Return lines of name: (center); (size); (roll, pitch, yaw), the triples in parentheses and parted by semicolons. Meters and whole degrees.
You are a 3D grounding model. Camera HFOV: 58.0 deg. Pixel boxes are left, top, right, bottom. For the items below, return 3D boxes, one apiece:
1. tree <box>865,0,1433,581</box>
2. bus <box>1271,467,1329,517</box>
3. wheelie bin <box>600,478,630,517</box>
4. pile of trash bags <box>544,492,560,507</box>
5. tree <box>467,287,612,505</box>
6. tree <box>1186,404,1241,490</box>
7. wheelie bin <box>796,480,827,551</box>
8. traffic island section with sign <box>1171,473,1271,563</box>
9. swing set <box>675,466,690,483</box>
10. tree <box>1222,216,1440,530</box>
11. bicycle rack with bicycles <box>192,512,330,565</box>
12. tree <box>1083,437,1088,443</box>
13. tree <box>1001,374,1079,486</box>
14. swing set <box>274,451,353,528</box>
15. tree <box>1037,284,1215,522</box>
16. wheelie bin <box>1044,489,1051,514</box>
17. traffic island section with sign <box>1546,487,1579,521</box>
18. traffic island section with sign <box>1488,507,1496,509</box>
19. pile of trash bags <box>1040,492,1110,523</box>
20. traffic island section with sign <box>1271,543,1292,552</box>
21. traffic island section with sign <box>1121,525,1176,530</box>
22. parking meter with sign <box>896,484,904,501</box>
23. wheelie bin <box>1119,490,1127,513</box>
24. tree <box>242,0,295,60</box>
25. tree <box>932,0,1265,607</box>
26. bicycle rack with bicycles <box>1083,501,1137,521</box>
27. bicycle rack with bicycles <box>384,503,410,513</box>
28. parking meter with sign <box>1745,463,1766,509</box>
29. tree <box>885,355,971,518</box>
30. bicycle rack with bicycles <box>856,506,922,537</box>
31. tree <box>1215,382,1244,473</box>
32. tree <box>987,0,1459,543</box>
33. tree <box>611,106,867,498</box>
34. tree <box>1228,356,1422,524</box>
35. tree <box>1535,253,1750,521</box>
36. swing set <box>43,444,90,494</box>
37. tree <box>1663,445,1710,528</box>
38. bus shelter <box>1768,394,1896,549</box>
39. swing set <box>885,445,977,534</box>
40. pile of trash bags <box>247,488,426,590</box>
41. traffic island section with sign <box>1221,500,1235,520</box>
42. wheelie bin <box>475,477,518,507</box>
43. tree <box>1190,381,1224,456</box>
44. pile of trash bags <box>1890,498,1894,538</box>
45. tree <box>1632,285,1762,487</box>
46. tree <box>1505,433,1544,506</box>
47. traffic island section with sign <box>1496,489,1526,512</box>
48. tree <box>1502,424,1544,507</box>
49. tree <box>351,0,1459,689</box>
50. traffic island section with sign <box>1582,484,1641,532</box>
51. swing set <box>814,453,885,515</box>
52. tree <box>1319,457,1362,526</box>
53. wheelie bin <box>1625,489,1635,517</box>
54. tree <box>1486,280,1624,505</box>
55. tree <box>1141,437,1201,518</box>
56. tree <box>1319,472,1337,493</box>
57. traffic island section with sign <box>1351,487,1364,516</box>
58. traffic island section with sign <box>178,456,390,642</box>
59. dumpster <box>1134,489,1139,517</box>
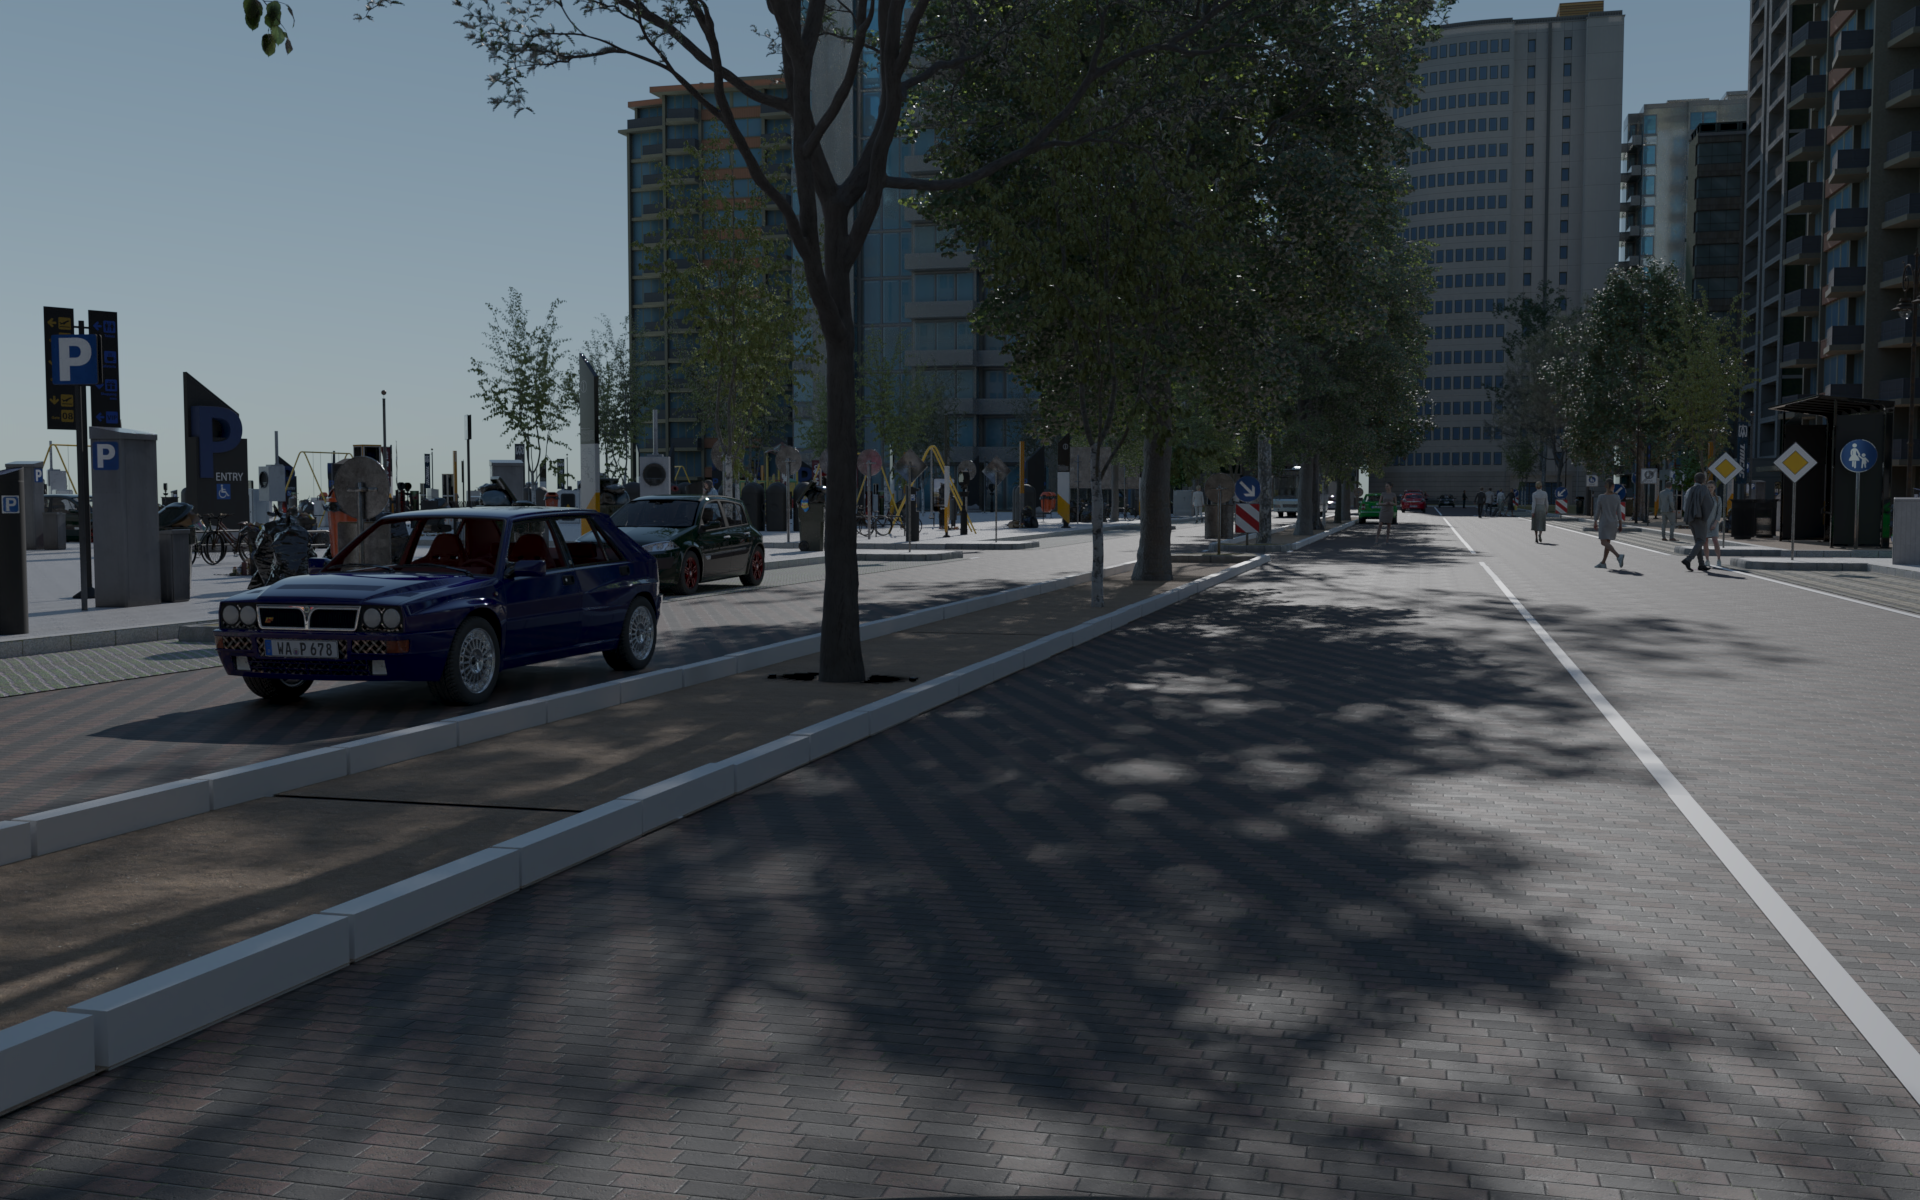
tree: (3.214, -7.297, 28.412); (9.857, 13.997, 8.962); (0, 3, 0)
bus: (22.037, -7.146, 111.697); (2.948, 3.499, 13.247); (1, 4, 16)
wheelie bin: (-6.924, -1.604, 34.129); (0.693, 1.594, 0.980); (2, 4, 33)
pile of trash bags: (-18.512, -4.538, 83.949); (3.447, 1.369, 1.912); (2, 4, 27)
tree: (-15.132, -6.771, 61.075); (4.737, 8.622, 4.395); (0, 3, 0)
tree: (16.772, -10.089, 115.320); (4.360, 8.622, 3.978); (0, 3, 0)
wheelie bin: (-3.292, -1.903, 39.017); (0.693, 1.594, 0.980); (0, 4, 5)
traffic island section with sign: (5.418, -1.747, 36.694); (2.006, 1.907, 1.989); (1, 4, 15)
swing set: (-16.276, -6.101, 97.365); (2.862, 2.851, 3.119); (-3, 4, -39)
tree: (14.184, -9.149, 69.050); (9.611, 12.733, 9.660); (0, 3, 0)
bicycle rack with bicycles: (-12.999, -1.110, 31.536); (2.852, 0.926, 2.925); (2, 4, 24)
tree: (6.871, -10.037, 114.462); (4.360, 8.622, 3.978); (0, 3, 0)
tree: (4.309, -9.434, 104.609); (4.360, 8.622, 3.978); (0, 3, 0)
swing set: (-23.564, -4.075, 64.250); (2.862, 2.851, 3.119); (1, 4, 15)
tree: (7.212, -9.934, 80.544); (7.486, 12.596, 7.792); (0, 3, 0)
wheelie bin: (5.506, -6.323, 111.282); (0.980, 1.594, 0.693); (1, 4, 20)
traffic island section with sign: (31.922, -5.126, 92.439); (1.989, 1.847, 2.006); (1, 4, 15)
traffic island section with sign: (51.546, -9.610, 165.755); (1.989, 1.847, 2.006); (1, 4, 15)
pile of trash bags: (5.089, -4.234, 78.973); (3.447, 1.369, 1.912); (3, 4, 37)
traffic island section with sign: (7.342, -2.184, 43.847); (2.006, 1.907, 1.989); (1, 4, 15)
traffic island section with sign: (7.629, -3.729, 69.593); (1.989, 1.847, 2.006); (1, 4, 15)
parking meter with sign: (-4.078, -7.846, 124.547); (1.738, 3.016, 0.543); (-3, 5, -43)
wheelie bin: (11.110, -6.828, 119.543); (0.693, 1.594, 0.980); (1, 4, 17)
tree: (-2.965, -3.170, 4.648); (4.360, 8.622, 3.978); (0, 3, 0)
tree: (1.711, -4.190, 21.334); (4.737, 8.622, 4.395); (0, 3, 0)
bicycle rack with bicycles: (6.636, -4.255, 82.950); (2.925, 0.926, 2.852); (3, 5, 44)
bicycle rack with bicycles: (-30.821, -4.841, 92.530); (2.925, 0.926, 2.852); (-1, 4, -21)
parking meter with sign: (44.477, -6.129, 96.473); (1.738, 3.016, 0.543); (-1, 4, -15)
tree: (-1.265, -8.598, 90.934); (4.360, 8.622, 3.978); (0, 3, 0)
bicycle rack with bicycles: (-2.958, -2.413, 52.832); (2.925, 0.926, 2.852); (2, 4, 28)
tree: (14.212, -11.396, 104.454); (7.486, 12.596, 7.792); (0, 3, 0)
tree: (7.502, -11.645, 48.735); (12.611, 20.169, 13.585); (0, 3, 0)
tree: (-4.337, -5.117, 34.024); (4.737, 8.622, 4.395); (0, 3, 0)
tree: (18.425, -9.507, 83.656); (9.928, 11.665, 9.643); (0, 3, 0)
tree: (32.622, -10.146, 82.890); (9.611, 12.733, 9.660); (0, 3, 0)
swing set: (-27.851, -3.536, 55.434); (2.862, 2.851, 3.119); (1, 4, 13)
tree: (28.204, -4.405, 66.629); (1.663, 3.219, 1.824); (0, 3, 0)
bus shelter: (21.860, -3.204, 43.676); (1.731, 3.624, 6.357); (1, 4, 15)
swing set: (-0.935, -3.626, 56.900); (2.862, 2.851, 3.119); (0, 4, -2)
pile of trash bags: (-8.110, -0.774, 22.415); (1.912, 1.369, 3.447); (-2, 4, -27)
traffic island section with sign: (14.800, -5.368, 96.397); (1.989, 1.847, 2.006); (1, 4, 15)
wheelie bin: (-8.421, -1.445, 31.527); (0.693, 1.594, 0.980); (-2, 4, -30)
tree: (20.061, -12.282, 126.572); (9.928, 11.665, 9.643); (0, 3, 0)
pile of trash bags: (26.774, -2.570, 51.769); (3.447, 1.369, 1.912); (3, 4, 38)
tree: (25.800, -6.715, 60.160); (4.737, 8.622, 4.395); (0, 3, 0)
tree: (58.872, -14.077, 180.527); (4.360, 8.622, 3.978); (0, 3, 0)
traffic island section with sign: (44.569, -8.018, 139.715); (1.989, 1.847, 2.006); (1, 4, 15)
tree: (56.231, -13.610, 172.879); (4.737, 8.622, 4.395); (0, 3, 0)
tree: (-0.911, -6.107, 12.676); (12.009, 13.543, 11.850); (0, 3, 0)
traffic island section with sign: (24.889, -3.519, 66.171); (1.989, 1.847, 2.006); (1, 4, 15)
swing set: (-4.042, -4.143, 65.357); (2.862, 2.851, 3.119); (3, 4, 38)
tree: (16.193, -7.575, 76.665); (4.737, 8.622, 4.395); (0, 3, 0)
wheelie bin: (37.992, -5.554, 98.718); (0.980, 1.594, 0.693); (1, 4, 13)
tree: (51.882, -18.041, 150.866); (12.611, 20.169, 13.585); (0, 3, 0)
tree: (11.309, -6.712, 93.449); (4.285, 4.588, 4.351); (0, 3, 0)
tree: (22.230, -9.051, 100.797); (4.360, 8.622, 3.978); (0, 3, 0)
traffic island section with sign: (26.758, -6.624, 116.444); (2.006, 1.907, 1.989); (1, 4, 15)
traffic island section with sign: (-6.341, -0.535, 17.374); (1.989, 1.847, 2.006); (1, 4, 15)
dumpster: (10.462, -5.592, 97.183); (1.264, 1.857, 1.865); (1, 4, 15)
